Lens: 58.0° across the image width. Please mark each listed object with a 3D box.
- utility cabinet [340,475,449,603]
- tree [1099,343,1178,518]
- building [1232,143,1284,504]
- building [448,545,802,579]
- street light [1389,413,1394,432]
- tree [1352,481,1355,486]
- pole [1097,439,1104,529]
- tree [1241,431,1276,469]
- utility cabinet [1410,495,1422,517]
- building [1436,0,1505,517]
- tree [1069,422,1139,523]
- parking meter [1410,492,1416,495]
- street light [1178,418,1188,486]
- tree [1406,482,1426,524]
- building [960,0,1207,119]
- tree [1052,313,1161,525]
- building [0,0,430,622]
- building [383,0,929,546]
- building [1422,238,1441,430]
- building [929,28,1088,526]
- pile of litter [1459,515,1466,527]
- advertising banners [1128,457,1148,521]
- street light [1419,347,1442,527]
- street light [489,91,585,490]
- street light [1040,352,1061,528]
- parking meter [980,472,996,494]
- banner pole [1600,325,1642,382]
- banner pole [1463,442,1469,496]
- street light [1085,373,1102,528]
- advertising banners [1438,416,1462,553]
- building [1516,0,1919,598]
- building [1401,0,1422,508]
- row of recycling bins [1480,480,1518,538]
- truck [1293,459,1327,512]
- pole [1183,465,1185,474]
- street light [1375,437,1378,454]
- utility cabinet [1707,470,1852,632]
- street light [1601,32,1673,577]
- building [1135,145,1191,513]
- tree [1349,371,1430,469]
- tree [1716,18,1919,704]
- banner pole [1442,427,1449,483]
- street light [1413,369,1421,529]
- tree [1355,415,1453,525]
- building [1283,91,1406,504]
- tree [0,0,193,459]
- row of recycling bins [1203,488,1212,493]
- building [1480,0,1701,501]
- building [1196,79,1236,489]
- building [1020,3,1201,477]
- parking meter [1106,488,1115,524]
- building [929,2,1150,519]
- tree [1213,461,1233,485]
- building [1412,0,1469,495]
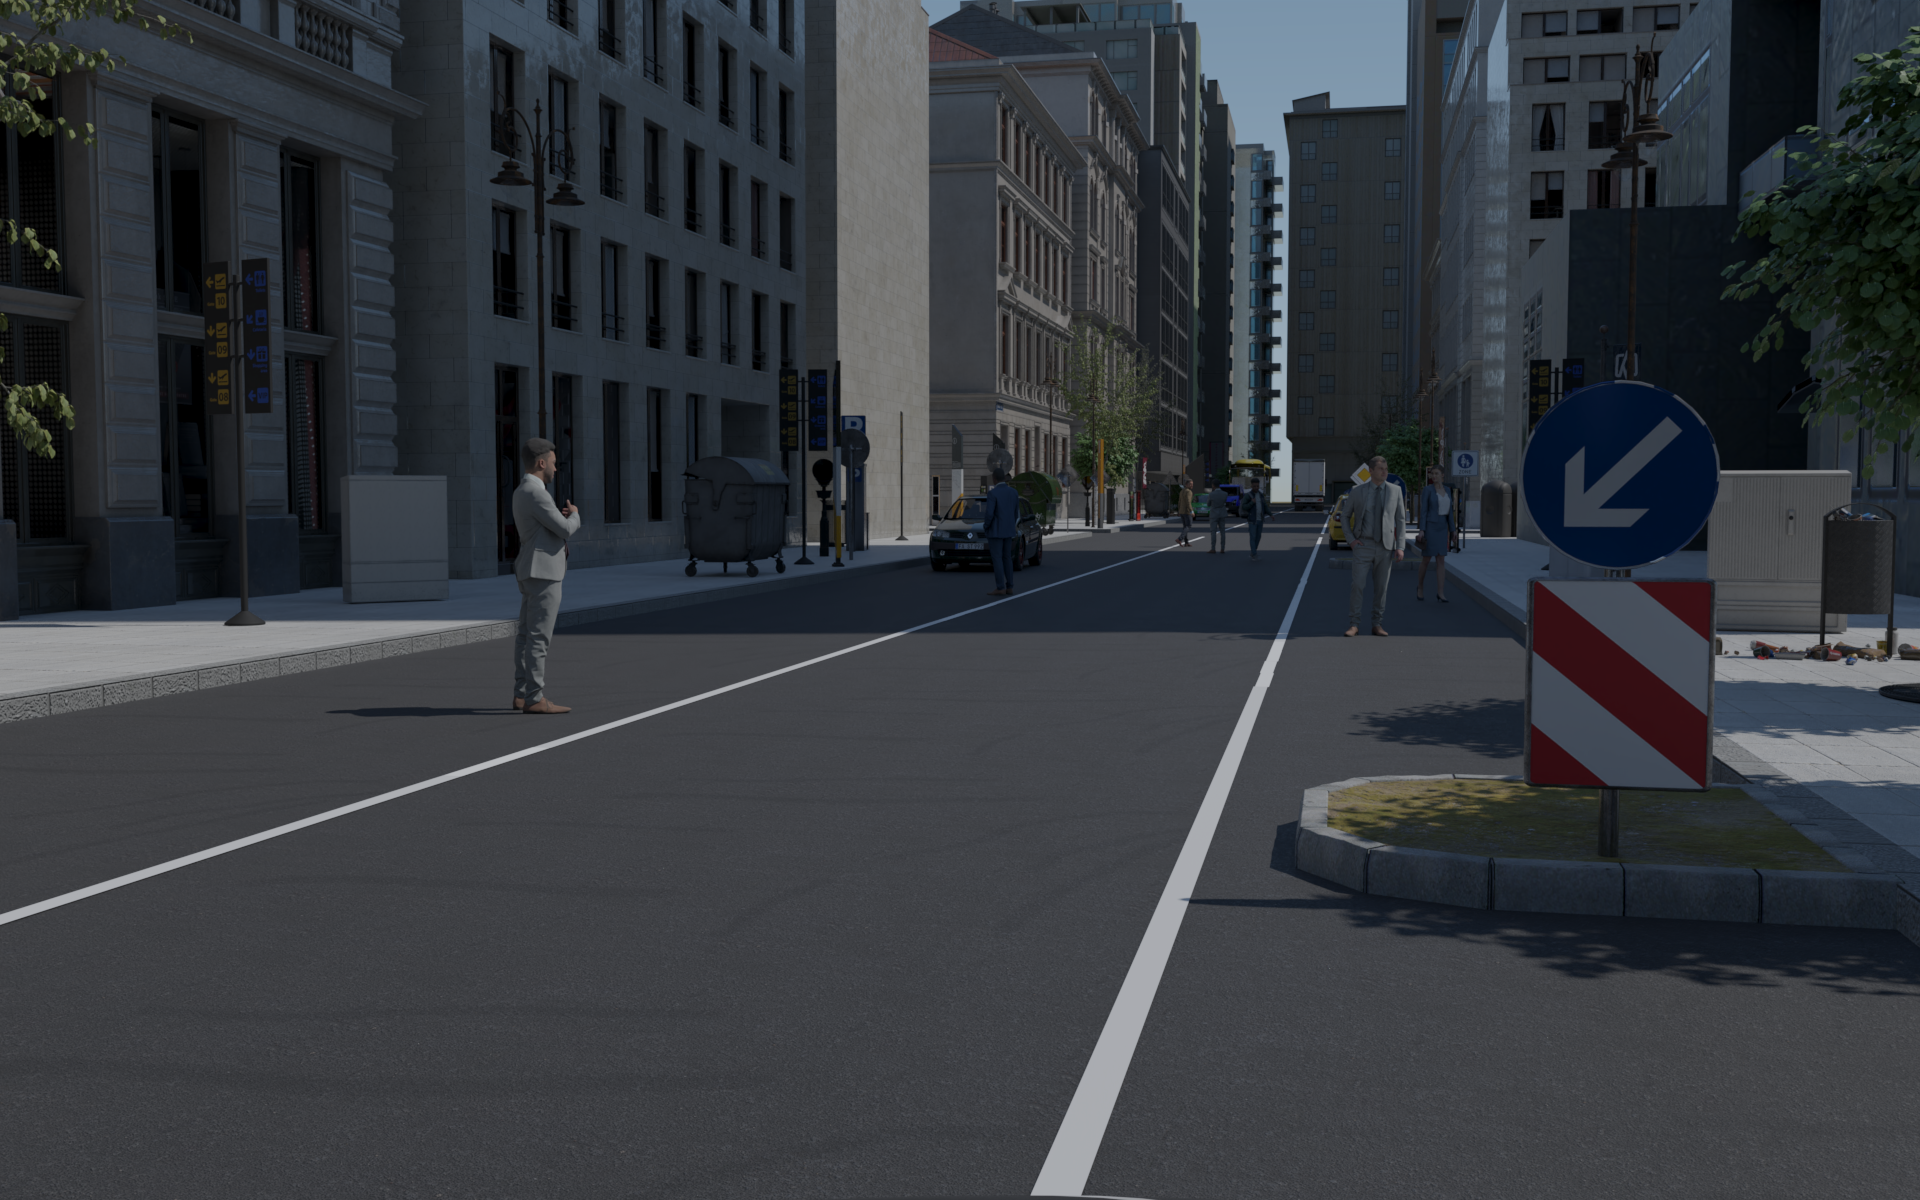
[{"bbox_3d":[-6.712,-0.728,20.577,1.173,1.500,0.318,-3,4,-38],"label":"utility cabinet"},{"bbox_3d":[8.613,-8.252,85.279,4.360,8.622,3.978,0,3,0],"label":"tree"},{"bbox_3d":[28.536,-37.734,236.559,30.456,49.044,23.786,1,4,12],"label":"building"},{"bbox_3d":[-10.596,-11.005,34.680,10.420,20.320,16.860,1,4,12],"label":"building"},{"bbox_3d":[24.586,-7.727,99.120,0.468,5.910,1.993,1,4,12],"label":"street light"},{"bbox_3d":[21.155,-5.923,80.548,4.285,4.588,4.351,0,3,0],"label":"tree"},{"bbox_3d":[5.221,-4.313,64.368,0.158,3.312,0.155,0,3,0],"label":"pole"},{"bbox_3d":[34.375,-15.271,200.047,4.360,8.622,3.978,0,3,0],"label":"tree"},{"bbox_3d":[26.024,-5.314,98.038,1.020,1.237,0.306,0,4,-7],"label":"utility cabinet"},{"bbox_3d":[33.749,-19.635,98.528,11.434,29.767,29.804,1,4,12],"label":"building"},{"bbox_3d":[6.295,-5.665,76.341,4.285,4.588,4.351,0,3,0],"label":"tree"},{"bbox_3d":[26.313,-5.636,100.564,0.372,1.533,0.369,0,3,0],"label":"parking meter"},{"bbox_3d":[13.337,-8.008,103.720,0.468,5.910,1.993,1,4,12],"label":"street light"},{"bbox_3d":[19.735,-4.915,74.966,1.663,3.219,1.824,0,3,0],"label":"tree"},{"bbox_3d":[12.380,-33.692,170.473,23.786,49.044,30.456,1,4,12],"label":"building"},{"bbox_3d":[5.806,-7.376,70.955,4.737,8.622,4.395,0,3,0],"label":"tree"},{"bbox_3d":[-14.648,-11.460,16.243,11.050,23.489,19.941,1,4,12],"label":"building"},{"bbox_3d":[-10.315,-12.065,52.021,16.860,20.320,10.420,1,4,12],"label":"building"},{"bbox_3d":[39.333,-17.578,123.559,11.583,22.565,21.152,1,4,12],"label":"building"},{"bbox_3d":[-1.366,-14.900,79.779,11.583,22.565,21.152,1,4,12],"label":"building"},{"bbox_3d":[19.213,-3.253,67.153,1.176,0.858,1.719,-2,4,-34],"label":"pile of litter"},{"bbox_3d":[8.416,-5.238,81.823,0.090,3.025,2.074,2,4,31],"label":"advertising banners"},{"bbox_3d":[14.832,-4.994,54.444,0.468,5.910,1.993,1,4,12],"label":"street light"},{"bbox_3d":[-4.933,-2.913,20.411,0.468,5.910,1.993,1,4,12],"label":"street light"},{"bbox_3d":[2.963,-5.122,56.540,0.468,5.910,1.993,1,4,12],"label":"street light"},{"bbox_3d":[0.746,-2.449,45.748,0.399,1.863,0.255,-3,5,-39],"label":"parking meter"},{"bbox_3d":[9.682,-2.176,25.595,0.401,3.779,0.863,-2,4,-35],"label":"banner pole"},{"bbox_3d":[24.360,-5.712,83.404,0.401,3.779,0.863,2,4,33],"label":"banner pole"},{"bbox_3d":[5.100,-5.711,66.171,0.468,5.910,1.993,1,4,12],"label":"street light"},{"bbox_3d":[10.831,-2.579,38.348,0.090,3.025,2.074,0,4,3],"label":"advertising banners"},{"bbox_3d":[23.634,-43.859,29.760,22.319,86.520,31.000,1,4,12],"label":"building"},{"bbox_3d":[54.006,-38.305,168.279,21.231,58.520,28.212,1,4,12],"label":"building"},{"bbox_3d":[17.122,-2.734,51.812,3.534,1.692,1.069,-2,4,-25],"label":"row of recycling bins"},{"bbox_3d":[29.254,-9.540,144.889,2.839,4.237,11.283,1,4,12],"label":"truck"},{"bbox_3d":[15.603,-7.774,120.942,0.158,3.312,0.155,0,3,0],"label":"pole"},{"bbox_3d":[32.548,-9.949,135.447,0.468,5.910,1.993,1,4,12],"label":"street light"},{"bbox_3d":[7.604,-0.455,16.120,1.173,1.500,0.318,1,4,20],"label":"utility cabinet"},{"bbox_3d":[6.967,-2.764,17.976,0.468,5.910,1.993,1,4,12],"label":"street light"},{"bbox_3d":[8.607,-20.318,125.700,14.314,27.812,24.014,1,4,12],"label":"building"},{"bbox_3d":[25.686,-9.318,102.713,4.360,8.622,3.978,0,3,0],"label":"tree"},{"bbox_3d":[6.521,-1.653,10.748,4.285,4.588,4.351,0,3,0],"label":"tree"},{"bbox_3d":[17.980,-4.541,64.259,0.401,3.779,0.863,2,4,33],"label":"banner pole"},{"bbox_3d":[16.707,-5.512,62.903,0.468,5.910,1.993,1,4,12],"label":"street light"},{"bbox_3d":[18.680,-5.372,71.547,4.285,4.588,4.351,0,3,0],"label":"tree"},{"bbox_3d":[57.696,-39.402,233.460,27.495,52.752,28.713,1,4,12],"label":"building"},{"bbox_3d":[-6.901,-3.672,10.396,4.737,8.622,4.395,0,3,0],"label":"tree"},{"bbox_3d":[17.653,-7.127,123.643,1.069,1.692,3.534,1,4,15],"label":"row of recycling bins"},{"bbox_3d":[29.732,-13.038,67.929,16.860,20.320,10.420,1,4,12],"label":"building"},{"bbox_3d":[20.712,-35.366,201.933,21.600,48.544,21.300,1,4,12],"label":"building"},{"bbox_3d":[12.704,-28.351,147.138,14.154,41.232,14.086,1,4,12],"label":"building"},{"bbox_3d":[6.417,-3.994,73.710,0.372,1.533,0.369,0,3,0],"label":"parking meter"},{"bbox_3d":[2.984,-19.229,101.782,14.401,28.519,23.554,1,4,12],"label":"building"},{"bbox_3d":[26.480,-11.356,169.380,4.285,4.588,4.351,0,3,0],"label":"tree"},{"bbox_3d":[46.419,-30.493,148.669,14.600,45.320,14.200,1,4,12],"label":"building"}]
